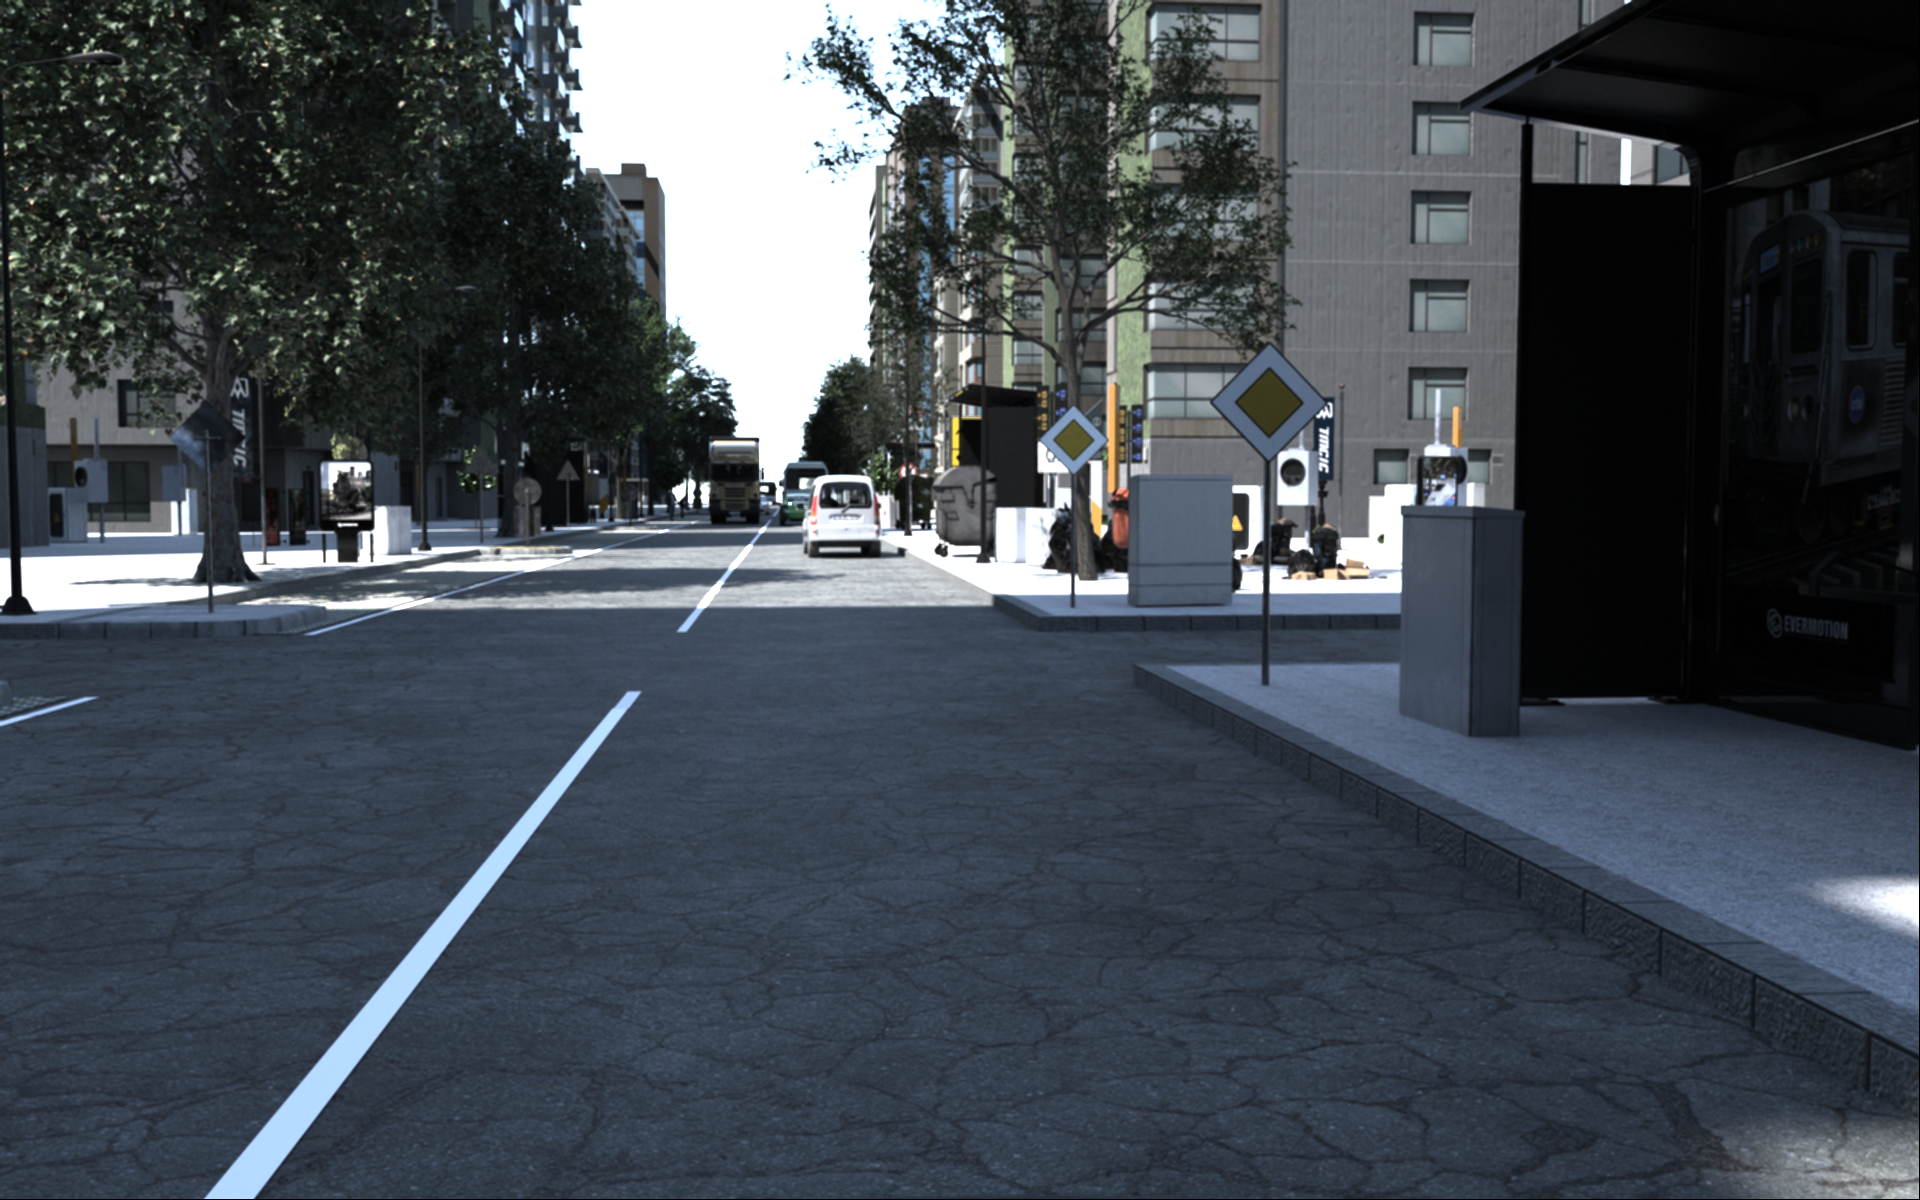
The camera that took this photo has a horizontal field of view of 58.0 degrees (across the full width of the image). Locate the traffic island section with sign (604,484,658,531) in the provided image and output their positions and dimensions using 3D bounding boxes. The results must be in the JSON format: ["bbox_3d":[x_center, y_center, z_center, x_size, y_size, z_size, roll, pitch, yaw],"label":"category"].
[{"bbox_3d":[-12.925,-3.638,68.108,1.989,1.847,2.006,0,4,-6],"label":"traffic island section with sign"}]

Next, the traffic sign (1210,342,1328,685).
[{"bbox_3d":[2.048,-0.485,11.567,0.795,2.450,0.064,0,4,-6],"label":"traffic sign"}]

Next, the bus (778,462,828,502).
[{"bbox_3d":[-9.479,-6.734,104.962,2.948,3.499,13.247,0,4,-6],"label":"bus"}]

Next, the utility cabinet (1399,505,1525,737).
[{"bbox_3d":[2.772,0.095,9.617,0.306,1.237,1.020,0,4,-7],"label":"utility cabinet"}]

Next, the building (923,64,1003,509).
[{"bbox_3d":[12.731,-28.151,152.155,32.217,40.220,23.993,0,4,-6],"label":"building"}]

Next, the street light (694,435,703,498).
[{"bbox_3d":[-20.988,-10.061,137.036,1.470,5.913,1.316,0,4,-6],"label":"street light"}]

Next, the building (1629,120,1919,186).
[{"bbox_3d":[30.215,-36.725,38.711,20.611,71.187,20.563,0,4,-6],"label":"building"}]

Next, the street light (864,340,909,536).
[{"bbox_3d":[-2.113,-4.878,52.294,1.470,5.913,1.316,0,4,-6],"label":"street light"}]

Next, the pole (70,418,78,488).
[{"bbox_3d":[-23.841,-3.231,46.666,0.158,3.312,0.155,0,3,0],"label":"pole"}]

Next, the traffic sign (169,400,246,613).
[{"bbox_3d":[-8.079,-0.917,18.627,0.795,2.450,0.064,0,4,-6],"label":"traffic sign"}]

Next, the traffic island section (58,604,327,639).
[{"bbox_3d":[-8.101,0.220,18.687,2.009,0.180,2.903,0,4,-6],"label":"traffic island section"}]

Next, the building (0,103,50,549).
[{"bbox_3d":[-28.960,-21.451,34.326,14.154,41.232,14.086,0,4,-6],"label":"building"}]

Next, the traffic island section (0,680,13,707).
[{"bbox_3d":[-7.327,0.706,10.739,2.009,0.180,2.903,0,4,-6],"label":"traffic island section"}]

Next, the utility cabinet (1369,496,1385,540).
[{"bbox_3d":[11.933,-2.273,48.324,1.020,1.237,0.306,1,4,14],"label":"utility cabinet"}]

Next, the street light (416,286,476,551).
[{"bbox_3d":[-11.500,-4.054,38.821,1.470,5.913,1.316,0,4,-6],"label":"street light"}]

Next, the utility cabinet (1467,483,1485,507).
[{"bbox_3d":[10.181,-1.580,34.515,0.318,1.500,1.173,2,4,26],"label":"utility cabinet"}]

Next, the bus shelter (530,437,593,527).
[{"bbox_3d":[-16.211,-4.858,70.709,1.731,3.624,6.357,0,4,-5],"label":"bus shelter"}]

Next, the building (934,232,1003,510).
[{"bbox_3d":[13.089,-17.188,126.064,27.650,21.520,28.899,0,4,-6],"label":"building"}]

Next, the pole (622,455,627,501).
[{"bbox_3d":[-17.667,-5.954,91.195,0.158,3.312,0.155,0,3,0],"label":"pole"}]

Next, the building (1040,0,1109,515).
[{"bbox_3d":[10.974,-19.391,88.744,14.160,30.474,14.107,0,4,-6],"label":"building"}]

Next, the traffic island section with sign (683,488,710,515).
[{"bbox_3d":[-17.731,-6.654,117.423,1.989,1.847,2.006,0,4,-6],"label":"traffic island section with sign"}]

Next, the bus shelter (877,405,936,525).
[{"bbox_3d":[-2.423,-5.977,75.353,2.179,5.291,8.768,0,4,-6],"label":"bus shelter"}]

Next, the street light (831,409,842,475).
[{"bbox_3d":[-6.122,-7.445,94.261,1.470,5.913,1.316,0,4,-6],"label":"street light"}]

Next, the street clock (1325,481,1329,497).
[{"bbox_3d":[9.377,-2.467,44.899,0.358,2.002,0.471,0,4,5],"label":"street clock"}]

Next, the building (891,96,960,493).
[{"bbox_3d":[0.190,-33.405,196.282,14.600,45.320,14.200,0,4,-6],"label":"building"}]

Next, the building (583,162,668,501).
[{"bbox_3d":[-47.617,-35.921,237.420,14.600,45.320,14.200,0,4,-6],"label":"building"}]

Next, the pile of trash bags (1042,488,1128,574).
[{"bbox_3d":[2.455,-1.129,28.209,1.912,1.369,3.447,0,4,-5],"label":"pile of trash bags"}]

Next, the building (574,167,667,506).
[{"bbox_3d":[-53.547,-32.169,217.849,32.217,40.220,23.993,0,4,-6],"label":"building"}]

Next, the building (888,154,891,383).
[{"bbox_3d":[-1.385,-34.267,210.369,14.600,45.320,14.200,0,4,-6],"label":"building"}]

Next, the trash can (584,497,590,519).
[{"bbox_3d":[-18.446,-4.473,84.794,0.748,1.137,0.748,0,3,0],"label":"trash can"}]

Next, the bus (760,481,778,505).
[{"bbox_3d":[-26.521,-14.898,238.435,2.948,3.499,13.247,0,4,-5],"label":"bus"}]

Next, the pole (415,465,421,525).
[{"bbox_3d":[-22.194,-4.712,70.883,0.158,3.312,0.155,0,3,0],"label":"pole"}]

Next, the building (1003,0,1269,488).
[{"bbox_3d":[9.344,-25.670,103.303,14.154,41.232,14.086,0,4,-6],"label":"building"}]

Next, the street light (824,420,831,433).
[{"bbox_3d":[-7.617,-8.298,108.208,1.470,5.913,1.316,0,4,-6],"label":"street light"}]

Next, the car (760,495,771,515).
[{"bbox_3d":[-14.213,-6.644,120.995,2.083,1.381,4.827,0,4,-6],"label":"car"}]

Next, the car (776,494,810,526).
[{"bbox_3d":[-7.463,-4.198,80.441,2.131,1.459,4.920,0,4,-6],"label":"car"}]

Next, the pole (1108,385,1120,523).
[{"bbox_3d":[2.879,-2.360,32.432,0.158,3.312,0.155,0,3,0],"label":"pole"}]

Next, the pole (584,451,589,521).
[{"bbox_3d":[-17.596,-5.370,81.644,0.158,3.312,0.155,0,3,0],"label":"pole"}]

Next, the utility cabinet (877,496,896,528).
[{"bbox_3d":[-2.858,-3.358,66.069,0.306,1.237,1.020,-3,4,-37],"label":"utility cabinet"}]

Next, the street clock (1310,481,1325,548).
[{"bbox_3d":[8.361,-2.232,41.057,0.358,2.002,0.471,0,4,4],"label":"street clock"}]

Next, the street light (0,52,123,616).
[{"bbox_3d":[-9.498,-2.799,18.307,1.470,5.913,1.316,0,4,-6],"label":"street light"}]

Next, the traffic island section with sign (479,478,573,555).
[{"bbox_3d":[-10.311,-1.997,41.279,1.989,1.847,2.006,0,4,-6],"label":"traffic island section with sign"}]

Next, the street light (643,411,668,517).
[{"bbox_3d":[-17.014,-7.505,95.251,1.470,5.913,1.316,0,4,-6],"label":"street light"}]

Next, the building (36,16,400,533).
[{"bbox_3d":[-28.908,-17.724,61.494,14.160,30.474,14.107,0,4,-6],"label":"building"}]

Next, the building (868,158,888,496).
[{"bbox_3d":[-1.652,-37.874,242.935,21.300,48.544,21.600,0,4,-6],"label":"building"}]

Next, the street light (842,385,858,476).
[{"bbox_3d":[-4.170,-6.190,73.743,1.470,5.913,1.316,0,4,-6],"label":"street light"}]

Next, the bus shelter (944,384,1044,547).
[{"bbox_3d":[0.754,-2.982,40.044,1.731,3.624,6.357,0,4,-5],"label":"bus shelter"}]

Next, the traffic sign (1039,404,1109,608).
[{"bbox_3d":[1.273,-0.971,19.515,0.795,2.450,0.064,0,4,-6],"label":"traffic sign"}]

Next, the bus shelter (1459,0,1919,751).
[{"bbox_3d":[4.141,-0.992,7.503,1.731,3.624,6.357,0,4,-6],"label":"bus shelter"}]

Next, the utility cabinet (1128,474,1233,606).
[{"bbox_3d":[2.521,-0.683,19.850,1.173,1.500,0.318,-1,4,-17],"label":"utility cabinet"}]

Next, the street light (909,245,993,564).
[{"bbox_3d":[-0.106,-3.623,31.781,1.470,5.913,1.316,0,4,-6],"label":"street light"}]

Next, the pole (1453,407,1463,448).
[{"bbox_3d":[11.642,-2.860,40.599,0.158,3.312,0.155,0,3,0],"label":"pole"}]

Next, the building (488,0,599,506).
[{"bbox_3d":[-41.674,-31.596,136.200,23.786,49.044,30.456,0,4,-6],"label":"building"}]

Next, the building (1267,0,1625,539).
[{"bbox_3d":[11.747,-22.763,55.778,14.154,41.232,14.086,0,4,-6],"label":"building"}]

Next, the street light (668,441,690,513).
[{"bbox_3d":[-19.035,-8.774,116.000,1.470,5.913,1.316,0,4,-6],"label":"street light"}]

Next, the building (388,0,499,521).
[{"bbox_3d":[-30.774,-24.437,83.144,14.154,41.232,14.086,0,4,-6],"label":"building"}]

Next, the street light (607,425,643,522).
[{"bbox_3d":[-15.610,-6.578,80.085,1.470,5.913,1.316,0,4,-6],"label":"street light"}]

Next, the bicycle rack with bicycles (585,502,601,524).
[{"bbox_3d":[-17.035,-3.860,76.499,2.852,0.926,2.925,0,4,3],"label":"bicycle rack with bicycles"}]

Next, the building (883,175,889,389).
[{"bbox_3d":[-3.050,-33.111,224.956,14.154,41.232,14.086,0,4,-6],"label":"building"}]

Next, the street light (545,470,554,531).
[{"bbox_3d":[-13.574,-5.313,59.413,1.470,5.913,1.316,0,4,-6],"label":"street light"}]
